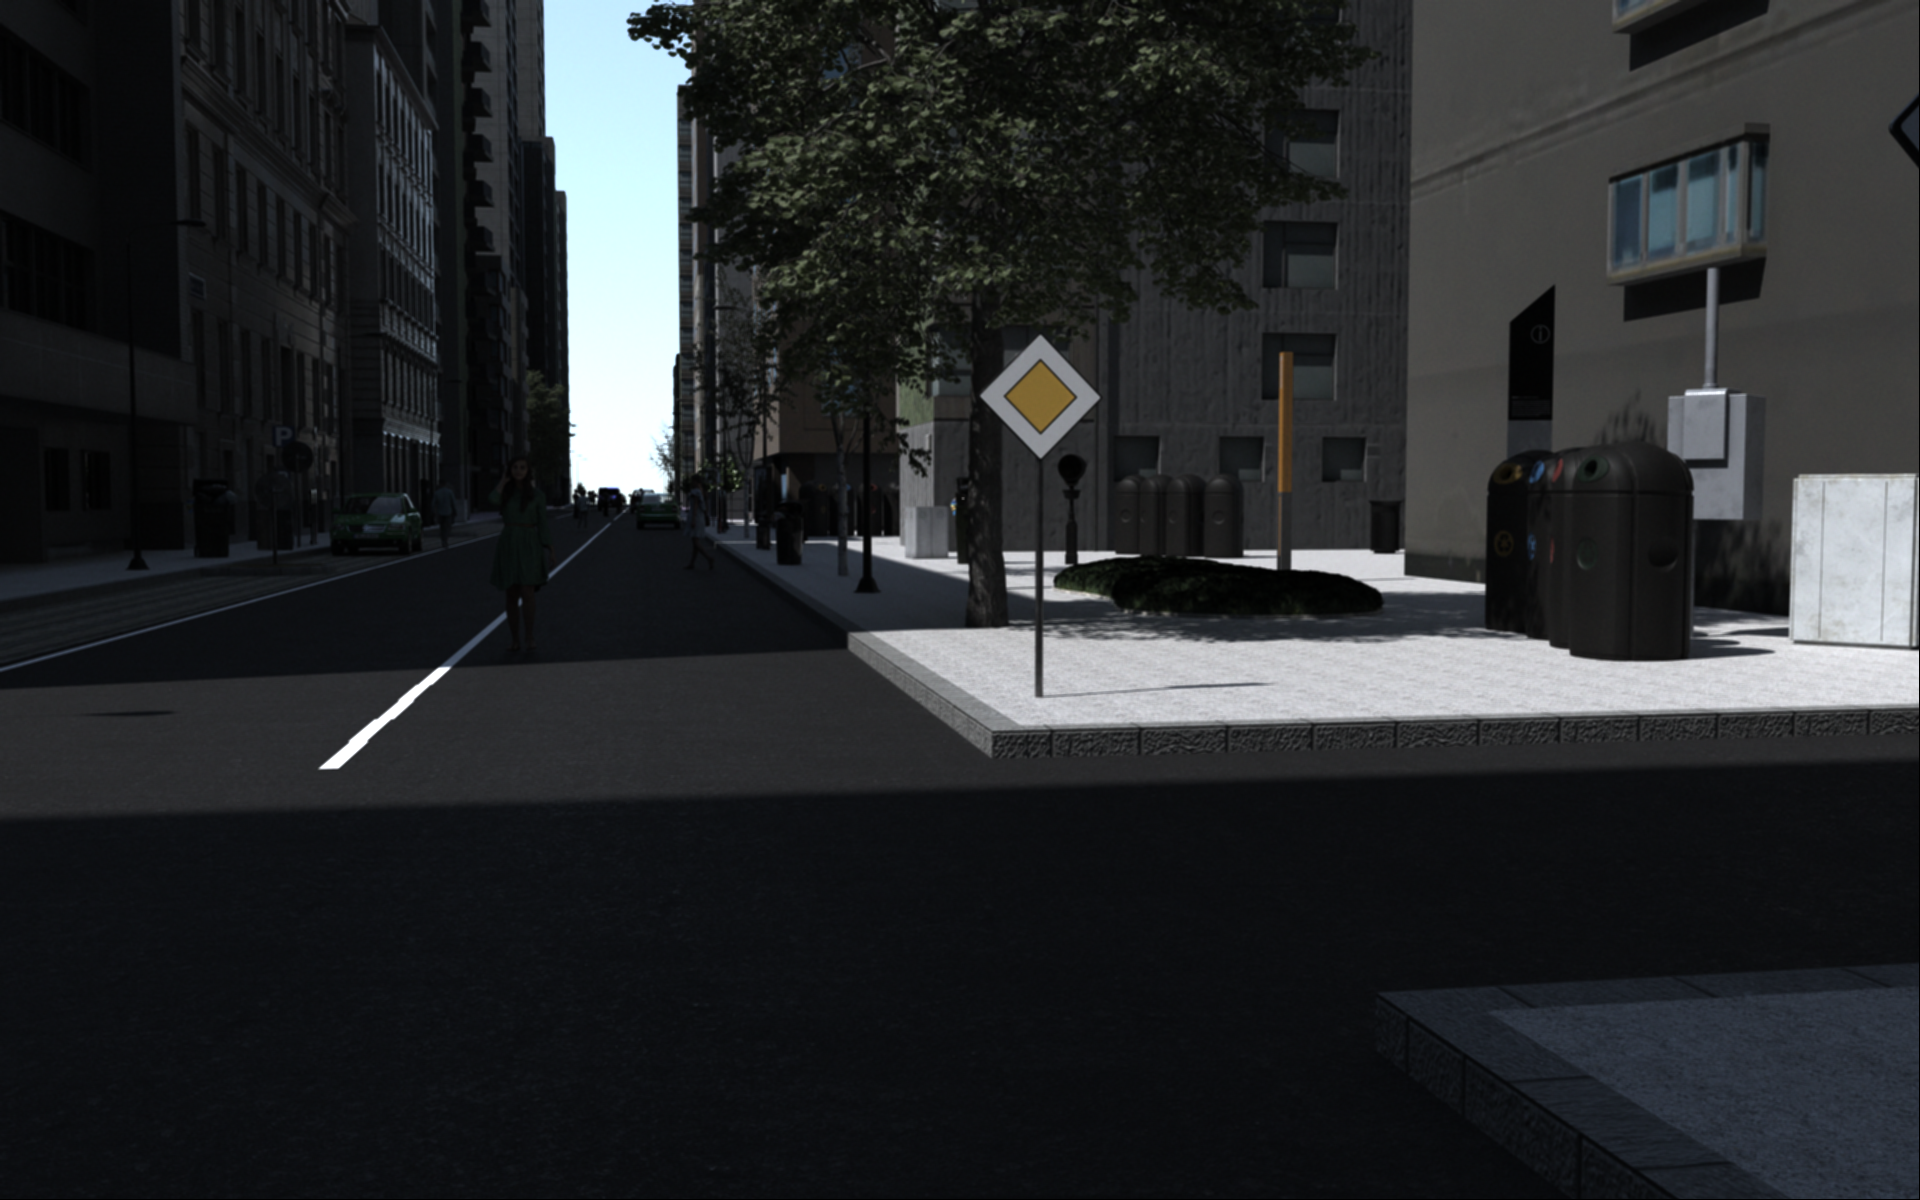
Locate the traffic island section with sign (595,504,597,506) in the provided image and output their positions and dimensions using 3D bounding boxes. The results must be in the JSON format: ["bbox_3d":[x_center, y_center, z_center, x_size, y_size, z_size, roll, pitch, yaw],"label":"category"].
[{"bbox_3d":[-45.823,-12.617,214.908,1.989,1.847,2.006,-1,4,-10],"label":"traffic island section with sign"}]

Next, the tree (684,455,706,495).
[{"bbox_3d":[-12.780,-5.623,86.534,1.663,3.219,1.824,0,3,0],"label":"tree"}]

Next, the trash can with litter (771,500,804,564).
[{"bbox_3d":[-3.199,-1.242,31.687,0.624,1.170,1.055,-1,4,-12],"label":"trash can with litter"}]

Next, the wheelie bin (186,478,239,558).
[{"bbox_3d":[-15.130,-1.663,35.095,0.980,1.594,0.693,-2,4,-30],"label":"wheelie bin"}]

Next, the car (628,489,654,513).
[{"bbox_3d":[-23.772,-7.434,130.220,2.281,1.827,5.304,-1,4,-10],"label":"car"}]

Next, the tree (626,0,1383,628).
[{"bbox_3d":[0.554,-5.995,16.143,7.486,12.596,7.792,0,3,0],"label":"tree"}]

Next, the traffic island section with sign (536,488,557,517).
[{"bbox_3d":[-26.297,-6.065,107.792,1.989,1.847,2.006,-1,4,-10],"label":"traffic island section with sign"}]

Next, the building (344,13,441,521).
[{"bbox_3d":[-27.770,-13.652,72.358,9.793,20.994,18.267,-1,4,-10],"label":"building"}]

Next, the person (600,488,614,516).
[{"bbox_3d":[-22.771,-6.298,111.476,1.348,1.823,0.705,3,5,41],"label":"person"}]

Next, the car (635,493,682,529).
[{"bbox_3d":[-12.574,-3.883,72.279,1.959,1.807,4.718,-1,4,-9],"label":"car"}]

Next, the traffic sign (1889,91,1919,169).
[{"bbox_3d":[1.929,0.038,3.016,0.795,2.450,0.064,-1,4,-10],"label":"traffic sign"}]

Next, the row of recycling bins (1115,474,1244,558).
[{"bbox_3d":[4.497,-1.761,35.904,1.069,1.692,3.534,-2,4,-35],"label":"row of recycling bins"}]

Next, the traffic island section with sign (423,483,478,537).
[{"bbox_3d":[-17.170,-3.008,57.803,1.989,1.847,2.006,-1,4,-10],"label":"traffic island section with sign"}]

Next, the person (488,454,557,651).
[{"bbox_3d":[-3.995,-0.430,15.780,0.600,1.795,0.529,-1,4,-18],"label":"person"}]

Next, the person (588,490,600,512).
[{"bbox_3d":[-29.170,-7.863,137.768,1.217,1.736,0.721,-1,4,-17],"label":"person"}]

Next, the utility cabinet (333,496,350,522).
[{"bbox_3d":[-18.696,-2.569,53.172,1.020,1.237,0.306,0,4,1],"label":"utility cabinet"}]

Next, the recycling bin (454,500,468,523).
[{"bbox_3d":[-22.437,-3.968,77.437,0.722,1.027,0.722,-1,4,-9],"label":"recycling bin"}]

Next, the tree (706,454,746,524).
[{"bbox_3d":[-9.991,-4.899,74.704,1.663,3.219,1.824,0,3,0],"label":"tree"}]

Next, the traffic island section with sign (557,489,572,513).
[{"bbox_3d":[-31.128,-7.687,134.312,1.989,1.847,2.006,-1,4,-10],"label":"traffic island section with sign"}]

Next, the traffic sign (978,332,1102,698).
[{"bbox_3d":[0.496,-0.442,10.872,0.795,2.450,0.064,-1,4,-10],"label":"traffic sign"}]

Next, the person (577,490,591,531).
[{"bbox_3d":[-14.677,-3.504,67.593,0.589,1.601,0.330,1,4,8],"label":"person"}]

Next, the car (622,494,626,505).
[{"bbox_3d":[-45.959,-13.754,233.676,1.959,1.807,4.718,-1,4,-12],"label":"car"}]

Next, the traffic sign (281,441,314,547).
[{"bbox_3d":[-15.951,-2.545,41.717,0.768,2.556,0.104,0,4,-2],"label":"traffic sign"}]

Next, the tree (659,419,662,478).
[{"bbox_3d":[-6.223,-6.127,50.540,4.360,8.622,3.978,0,3,0],"label":"tree"}]

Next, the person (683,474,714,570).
[{"bbox_3d":[-4.918,-1.478,32.762,0.778,1.811,0.616,2,4,31],"label":"person"}]

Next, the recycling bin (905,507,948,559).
[{"bbox_3d":[-0.666,-1.348,34.597,0.722,1.027,0.722,-1,4,-17],"label":"recycling bin"}]

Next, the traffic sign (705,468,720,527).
[{"bbox_3d":[-9.607,-3.993,67.412,0.606,2.300,0.079,0,4,-2],"label":"traffic sign"}]

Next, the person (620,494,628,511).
[{"bbox_3d":[-28.142,-8.088,143.996,1.065,1.426,0.557,0,4,-3],"label":"person"}]

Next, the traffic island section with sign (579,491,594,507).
[{"bbox_3d":[-40.946,-10.978,188.116,1.989,1.847,2.006,-1,4,-10],"label":"traffic island section with sign"}]

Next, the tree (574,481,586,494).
[{"bbox_3d":[-52.704,-15.000,239.844,1.663,3.219,1.824,0,3,0],"label":"tree"}]

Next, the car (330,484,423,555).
[{"bbox_3d":[-14.027,-2.015,41.742,1.959,1.807,4.718,-1,4,-12],"label":"car"}]

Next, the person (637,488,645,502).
[{"bbox_3d":[-21.647,-6.660,117.261,0.599,1.838,0.709,1,4,12],"label":"person"}]

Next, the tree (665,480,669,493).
[{"bbox_3d":[-31.987,-12.055,191.705,1.663,3.219,1.824,0,3,0],"label":"tree"}]

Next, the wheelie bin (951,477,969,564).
[{"bbox_3d":[0.286,-1.468,31.902,0.980,1.594,0.693,1,4,10],"label":"wheelie bin"}]

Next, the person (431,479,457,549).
[{"bbox_3d":[-13.658,-2.286,45.732,0.638,1.841,0.748,0,4,4],"label":"person"}]

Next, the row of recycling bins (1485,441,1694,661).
[{"bbox_3d":[5.386,-0.480,14.959,1.069,1.692,3.534,0,4,3],"label":"row of recycling bins"}]

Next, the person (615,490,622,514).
[{"bbox_3d":[-25.024,-7.198,126.736,0.434,1.755,0.990,-3,4,-39],"label":"person"}]

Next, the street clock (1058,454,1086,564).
[{"bbox_3d":[2.036,-1.652,31.575,0.471,2.002,0.358,1,4,20],"label":"street clock"}]

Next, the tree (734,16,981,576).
[{"bbox_3d":[-1.658,-4.678,26.852,4.360,8.622,3.978,0,3,0],"label":"tree"}]

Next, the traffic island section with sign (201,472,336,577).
[{"bbox_3d":[-12.284,-1.364,30.924,1.989,1.847,2.006,-1,4,-10],"label":"traffic island section with sign"}]

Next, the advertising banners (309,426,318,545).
[{"bbox_3d":[-16.522,-2.943,44.308,0.090,3.025,2.074,-1,4,-15],"label":"advertising banners"}]

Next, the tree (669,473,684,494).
[{"bbox_3d":[-21.742,-8.732,137.377,1.663,3.219,1.824,0,3,0],"label":"tree"}]

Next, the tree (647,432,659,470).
[{"bbox_3d":[-27.823,-13.265,167.245,4.360,8.622,3.978,0,3,0],"label":"tree"}]

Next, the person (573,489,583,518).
[{"bbox_3d":[-22.544,-5.694,102.405,0.742,1.727,0.445,0,4,3],"label":"person"}]

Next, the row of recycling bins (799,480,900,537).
[{"bbox_3d":[-3.219,-2.811,53.074,3.534,1.692,1.069,-1,4,-22],"label":"row of recycling bins"}]

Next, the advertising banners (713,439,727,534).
[{"bbox_3d":[-7.821,-3.680,56.357,0.090,3.025,2.074,0,4,3],"label":"advertising banners"}]
